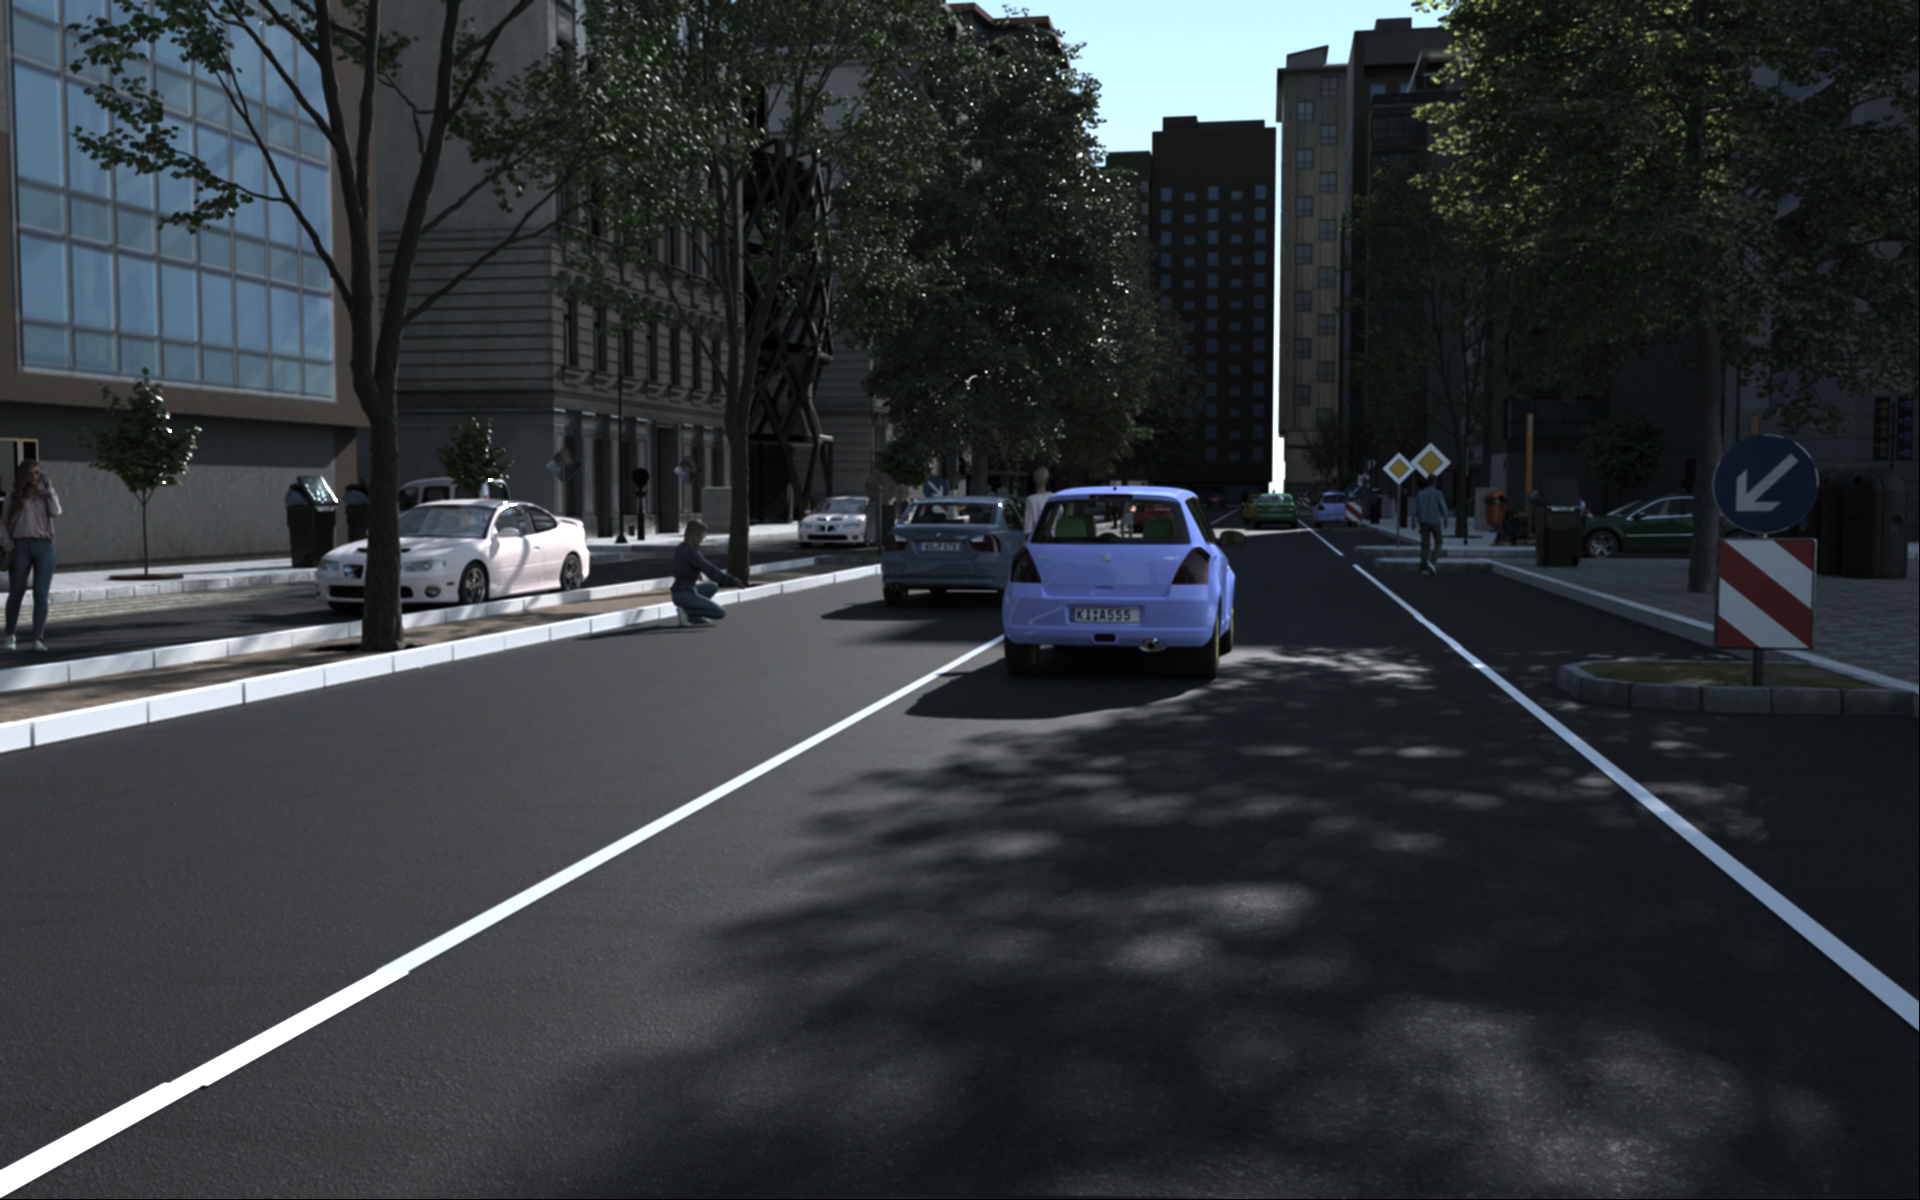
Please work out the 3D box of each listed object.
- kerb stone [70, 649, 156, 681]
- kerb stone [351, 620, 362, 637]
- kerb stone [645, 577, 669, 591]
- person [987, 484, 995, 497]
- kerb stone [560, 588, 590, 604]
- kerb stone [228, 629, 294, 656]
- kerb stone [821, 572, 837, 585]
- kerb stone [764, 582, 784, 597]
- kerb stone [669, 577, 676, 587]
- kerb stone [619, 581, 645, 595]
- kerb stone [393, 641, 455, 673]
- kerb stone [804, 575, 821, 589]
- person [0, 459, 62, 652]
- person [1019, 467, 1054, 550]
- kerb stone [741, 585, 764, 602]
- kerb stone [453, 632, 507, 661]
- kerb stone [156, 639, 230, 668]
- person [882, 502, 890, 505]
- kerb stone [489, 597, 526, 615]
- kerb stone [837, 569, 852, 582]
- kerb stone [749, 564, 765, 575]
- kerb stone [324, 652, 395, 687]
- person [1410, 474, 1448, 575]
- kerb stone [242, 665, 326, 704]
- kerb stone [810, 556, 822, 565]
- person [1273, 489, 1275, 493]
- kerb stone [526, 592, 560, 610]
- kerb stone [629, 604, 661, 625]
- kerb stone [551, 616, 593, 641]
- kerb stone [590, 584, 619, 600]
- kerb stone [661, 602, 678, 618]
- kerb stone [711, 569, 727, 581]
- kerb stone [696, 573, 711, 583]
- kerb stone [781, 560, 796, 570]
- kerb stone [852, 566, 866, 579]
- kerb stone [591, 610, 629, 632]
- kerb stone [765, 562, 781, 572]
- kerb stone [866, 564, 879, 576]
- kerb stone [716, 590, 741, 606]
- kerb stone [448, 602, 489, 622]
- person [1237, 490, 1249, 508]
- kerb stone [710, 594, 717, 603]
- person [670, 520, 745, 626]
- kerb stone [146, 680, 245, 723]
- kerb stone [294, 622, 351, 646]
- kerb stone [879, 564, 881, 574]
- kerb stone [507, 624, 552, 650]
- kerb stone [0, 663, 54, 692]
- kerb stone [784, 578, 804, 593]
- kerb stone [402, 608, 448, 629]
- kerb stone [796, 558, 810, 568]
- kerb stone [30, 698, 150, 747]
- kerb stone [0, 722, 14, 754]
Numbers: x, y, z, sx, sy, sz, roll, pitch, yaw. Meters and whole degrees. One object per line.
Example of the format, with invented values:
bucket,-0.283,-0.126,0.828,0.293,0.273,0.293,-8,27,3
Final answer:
kerb stone,-6.744,0.523,13.676,0.120,0.150,1.000,1,4,10
kerb stone,-6.035,0.279,17.721,0.120,0.150,1.000,1,4,10
kerb stone,-4.600,-0.220,25.789,0.120,0.150,1.000,1,4,10
person,1.213,-3.700,68.861,0.748,1.841,0.638,-2,4,-33
kerb stone,-5.141,-0.035,22.762,0.120,0.150,1.000,1,4,10
kerb stone,-6.385,0.398,15.688,0.120,0.150,1.000,1,4,10
kerb stone,-2.178,-0.316,27.462,0.120,0.150,1.000,1,4,10
kerb stone,-2.717,-0.132,24.420,0.120,0.150,1.000,1,4,10
kerb stone,-4.421,-0.281,26.795,0.120,0.150,1.000,1,4,10
kerb stone,-4.779,-0.158,24.778,0.120,0.150,1.000,1,4,10
kerb stone,-4.493,0.480,14.342,0.120,0.150,1.000,1,4,10
kerb stone,-2.351,-0.260,26.448,0.120,0.150,1.000,1,4,10
person,-8.566,-0.415,15.872,0.593,1.750,0.643,-2,4,-30
person,1.114,-0.655,19.884,0.731,1.740,0.598,-3,5,-42
kerb stone,-2.890,-0.069,23.413,0.120,0.150,1.000,1,4,10
kerb stone,-4.314,0.419,15.349,0.120,0.150,1.000,1,4,10
kerb stone,-6.562,0.460,14.682,0.120,0.150,1.000,1,4,10
person,-2.456,-2.754,54.539,0.512,1.701,0.522,0,4,-8
kerb stone,-5.499,0.088,20.750,0.120,0.150,1.000,1,4,10
kerb stone,-1.989,-0.384,28.478,0.120,0.150,1.000,1,4,10
kerb stone,-3.718,-0.523,30.828,0.120,0.150,1.000,1,4,10
kerb stone,-4.672,0.542,13.328,0.120,0.150,1.000,1,4,10
person,8.245,-1.320,30.418,0.601,1.785,0.444,2,4,32
kerb stone,-4.847,0.604,12.315,0.120,0.150,1.000,1,4,10
kerb stone,-3.008,-0.772,34.872,0.120,0.150,1.000,1,4,10
person,25.083,-7.937,138.357,1.348,1.812,0.705,-1,4,-23
kerb stone,-5.315,0.027,21.755,0.120,0.150,1.000,1,4,10
kerb stone,-3.601,0.173,19.382,0.120,0.150,1.000,1,4,10
kerb stone,-3.958,0.297,17.369,0.120,0.150,1.000,1,4,10
kerb stone,-4.956,-0.096,23.771,0.120,0.150,1.000,1,4,10
kerb stone,-3.420,0.113,20.388,0.120,0.150,1.000,1,4,10
kerb stone,-4.066,-0.404,28.808,0.120,0.150,1.000,1,4,10
kerb stone,-4.250,-0.343,27.802,0.120,0.150,1.000,1,4,10
kerb stone,-3.353,-0.652,32.852,0.120,0.150,1.000,1,4,10
kerb stone,-1.816,-0.446,29.485,0.120,0.150,1.000,1,4,10
kerb stone,-3.775,0.235,18.375,0.120,0.150,1.000,1,4,10
kerb stone,-3.533,-0.590,31.837,0.120,0.150,1.000,1,4,10
kerb stone,-1.648,-0.508,30.493,0.120,0.150,1.000,1,4,10
kerb stone,-3.076,-0.013,22.408,0.120,0.150,1.000,1,4,10
kerb stone,-5.672,0.151,19.736,0.120,0.150,1.000,1,4,10
person,29.637,-10.585,181.502,1.348,1.831,0.705,0,4,-5
kerb stone,-3.252,0.049,21.401,0.120,0.150,1.000,1,4,10
person,-2.856,-0.313,19.120,0.738,1.151,1.012,-1,4,-21
kerb stone,-5.030,0.671,11.308,0.120,0.150,1.000,1,4,10
kerb stone,-6.210,0.336,16.698,0.120,0.150,1.000,1,4,10
kerb stone,-1.459,-0.569,31.502,0.120,0.150,1.000,1,4,10
kerb stone,-4.139,0.358,16.358,0.120,0.150,1.000,1,4,10
kerb stone,-6.921,0.583,12.670,0.120,0.150,1.000,1,4,10
kerb stone,-2.525,-0.197,25.438,0.120,0.150,1.000,1,4,10
kerb stone,-5.852,0.212,18.726,0.120,0.150,1.000,1,4,10
kerb stone,-3.173,-0.714,33.863,0.120,0.150,1.000,1,4,10
kerb stone,-5.208,0.732,10.301,0.120,0.150,1.000,1,4,10
kerb stone,-5.391,0.793,9.290,0.120,0.150,1.000,1,4,10
